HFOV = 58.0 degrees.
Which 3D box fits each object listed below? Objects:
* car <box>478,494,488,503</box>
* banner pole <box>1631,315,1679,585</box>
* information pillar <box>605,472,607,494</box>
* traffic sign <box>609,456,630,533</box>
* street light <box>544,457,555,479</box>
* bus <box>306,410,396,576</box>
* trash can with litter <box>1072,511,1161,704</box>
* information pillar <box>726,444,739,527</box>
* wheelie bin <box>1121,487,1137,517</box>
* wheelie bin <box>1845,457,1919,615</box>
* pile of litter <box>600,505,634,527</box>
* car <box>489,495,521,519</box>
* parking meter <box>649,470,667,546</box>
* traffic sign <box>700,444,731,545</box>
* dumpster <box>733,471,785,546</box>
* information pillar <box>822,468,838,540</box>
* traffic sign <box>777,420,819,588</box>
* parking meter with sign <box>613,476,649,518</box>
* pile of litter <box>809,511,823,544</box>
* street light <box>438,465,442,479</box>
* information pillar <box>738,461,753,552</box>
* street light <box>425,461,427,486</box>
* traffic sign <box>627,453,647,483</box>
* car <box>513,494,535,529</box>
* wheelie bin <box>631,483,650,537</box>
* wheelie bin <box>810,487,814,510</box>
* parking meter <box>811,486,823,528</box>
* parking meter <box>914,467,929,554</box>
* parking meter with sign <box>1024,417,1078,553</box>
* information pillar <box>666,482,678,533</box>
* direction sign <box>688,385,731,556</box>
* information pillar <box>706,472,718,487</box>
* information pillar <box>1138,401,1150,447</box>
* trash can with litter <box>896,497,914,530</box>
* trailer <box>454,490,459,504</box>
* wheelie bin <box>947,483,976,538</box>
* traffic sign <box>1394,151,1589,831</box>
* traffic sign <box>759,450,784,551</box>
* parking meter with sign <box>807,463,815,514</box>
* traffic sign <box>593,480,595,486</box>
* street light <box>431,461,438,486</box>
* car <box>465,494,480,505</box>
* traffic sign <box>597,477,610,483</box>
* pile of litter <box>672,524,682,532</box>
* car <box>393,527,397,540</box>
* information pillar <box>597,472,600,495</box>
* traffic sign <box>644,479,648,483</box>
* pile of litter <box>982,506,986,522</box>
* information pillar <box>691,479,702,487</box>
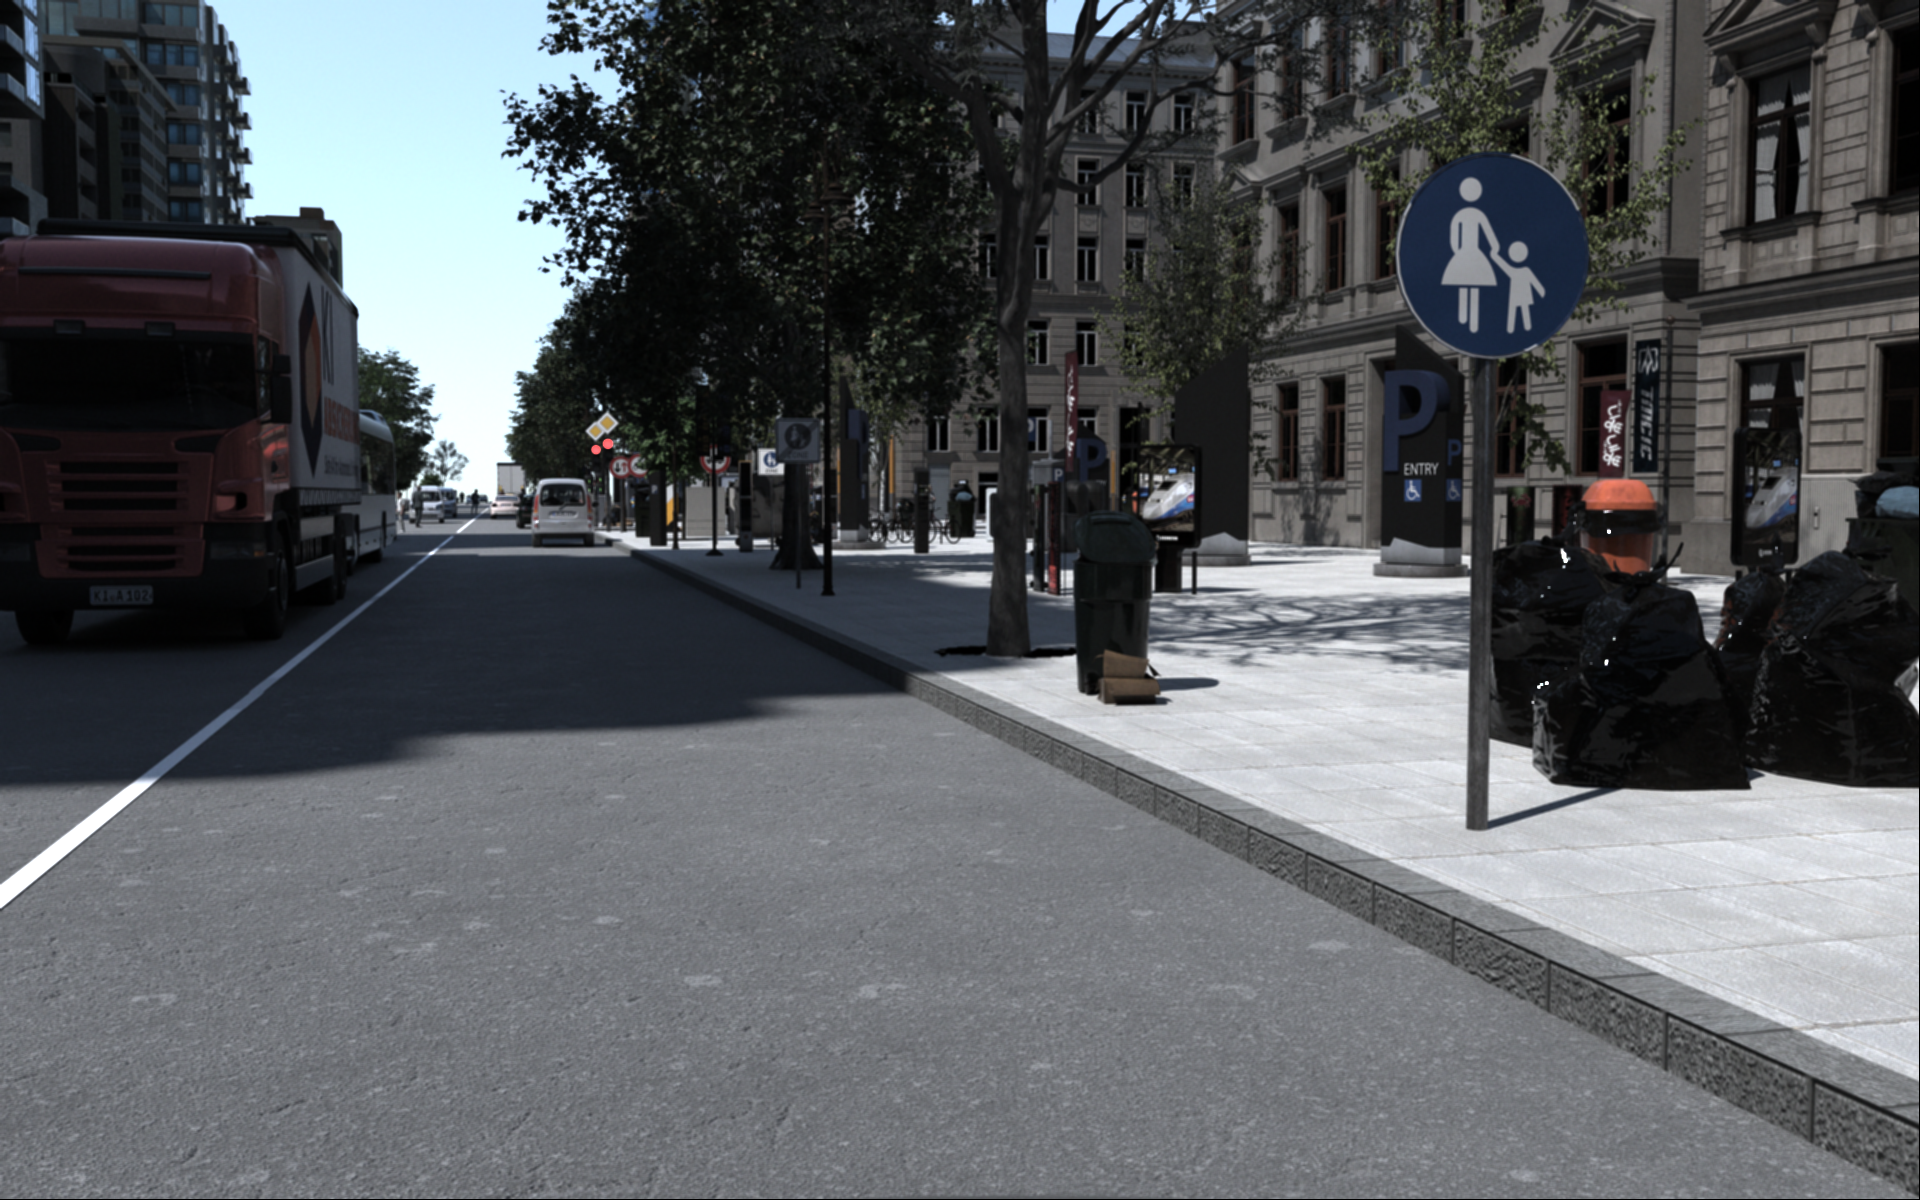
[{"bbox_3d":[-76.823,-16.292,278.379,2.014,1.417,4.499,-1,4,-16],"label":"car"},{"bbox_3d":[9.860,-2.114,24.585,0.401,3.779,0.863,-2,4,-24],"label":"banner pole"},{"bbox_3d":[-15.423,-5.158,75.689,0.183,3.616,0.504,-1,4,-19],"label":"information pillar"},{"bbox_3d":[-11.265,-3.516,57.593,0.768,2.556,0.104,-1,4,-14],"label":"traffic sign"},{"bbox_3d":[-37.046,-11.215,156.149,0.468,5.910,1.993,-1,4,-15],"label":"street light"},{"bbox_3d":[-12.513,-2.319,32.777,2.948,3.499,13.247,-1,4,-14],"label":"bus"},{"bbox_3d":[1.065,0.025,10.973,0.624,1.170,1.055,0,4,-8],"label":"trash can with litter"},{"bbox_3d":[-8.921,-4.684,67.932,0.504,3.616,0.183,-2,4,-33],"label":"information pillar"},{"bbox_3d":[7.814,-4.371,79.378,0.693,1.594,0.980,2,4,29],"label":"wheelie bin"},{"bbox_3d":[8.064,-0.425,14.863,0.693,1.594,0.980,0,4,-4],"label":"wheelie bin"},{"bbox_3d":[-13.424,-3.332,68.450,1.719,0.858,1.176,-2,4,-23],"label":"pile of litter"},{"bbox_3d":[-26.028,-5.338,99.630,2.083,1.381,4.827,-1,4,-14],"label":"car"},{"bbox_3d":[-7.450,-2.264,42.719,0.399,1.863,0.255,2,4,35],"label":"parking meter"},{"bbox_3d":[-6.179,-2.672,43.789,0.768,2.556,0.104,-1,4,-9],"label":"traffic sign"},{"bbox_3d":[-4.799,-2.229,42.206,1.264,1.857,1.865,-1,4,-15],"label":"dumpster"},{"bbox_3d":[-3.658,-2.711,48.811,0.304,2.012,0.304,3,5,42],"label":"information pillar"},{"bbox_3d":[-2.193,-1.304,23.456,0.606,2.300,0.079,-1,4,-10],"label":"traffic sign"},{"bbox_3d":[-15.385,-5.203,81.333,1.738,3.016,0.543,-2,4,-32],"label":"parking meter with sign"},{"bbox_3d":[-4.041,-1.866,44.476,1.176,0.858,1.719,2,4,25],"label":"pile of litter"},{"bbox_3d":[-77.045,-17.290,255.472,0.468,5.910,1.993,-1,4,-15],"label":"street light"},{"bbox_3d":[-4.742,-2.072,38.363,0.304,2.012,0.304,0,4,-6],"label":"information pillar"},{"bbox_3d":[-67.242,-15.008,218.165,0.468,5.910,1.993,-1,4,-15],"label":"street light"},{"bbox_3d":[-9.965,-3.293,53.952,0.768,2.556,0.104,0,4,-6],"label":"traffic sign"},{"bbox_3d":[-17.826,-3.876,73.164,2.009,1.686,4.222,-1,4,-16],"label":"car"},{"bbox_3d":[-9.326,-2.670,51.555,0.980,1.594,0.693,0,4,-3],"label":"wheelie bin"},{"bbox_3d":[-6.431,-4.164,75.996,0.693,1.594,0.980,-1,4,-9],"label":"wheelie bin"},{"bbox_3d":[-4.195,-2.600,50.920,0.372,1.533,0.369,0,3,0],"label":"parking meter"},{"bbox_3d":[-0.830,-1.934,37.331,0.255,1.863,0.399,-1,4,-14],"label":"parking meter"},{"bbox_3d":[1.971,-2.588,38.575,0.543,3.016,1.738,-3,4,-36],"label":"parking meter with sign"},{"bbox_3d":[-9.592,-4.045,57.486,0.504,3.616,0.183,2,4,25],"label":"information pillar"},{"bbox_3d":[-5.130,-2.696,36.083,0.876,3.537,0.379,-3,5,-45],"label":"direction sign"},{"bbox_3d":[-8.306,-3.280,58.112,0.304,2.012,0.304,-3,4,-38],"label":"information pillar"},{"bbox_3d":[4.654,-3.220,44.002,0.183,3.616,0.504,2,4,35],"label":"information pillar"},{"bbox_3d":[-1.717,-3.072,61.609,1.055,1.170,0.624,-2,4,-34],"label":"trash can with litter"},{"bbox_3d":[-72.322,-14.690,247.227,1.471,1.999,3.904,-1,4,-16],"label":"trailer"},{"bbox_3d":[0.041,-2.634,50.970,0.693,1.594,0.980,-3,4,-38],"label":"wheelie bin"},{"bbox_3d":[1.981,-0.395,6.559,0.768,2.556,0.104,-1,4,-9],"label":"traffic sign"},{"bbox_3d":[-4.264,-2.271,39.267,0.606,2.300,0.079,0,4,-5],"label":"traffic sign"},{"bbox_3d":[-6.193,-4.441,68.879,0.543,3.016,1.738,-1,4,-17],"label":"parking meter with sign"},{"bbox_3d":[-29.827,-8.552,139.936,0.768,2.556,0.104,-1,4,-8],"label":"traffic sign"},{"bbox_3d":[-72.067,-16.137,236.632,0.468,5.910,1.993,-1,4,-15],"label":"street light"},{"bbox_3d":[-66.154,-13.650,235.181,2.014,1.417,4.499,-1,4,-15],"label":"car"},{"bbox_3d":[-21.245,-6.303,103.165,0.768,2.556,0.104,-1,4,-14],"label":"traffic sign"},{"bbox_3d":[-9.863,-2.748,58.888,1.176,0.858,1.719,-1,4,-20],"label":"pile of litter"},{"bbox_3d":[-18.311,-2.486,53.010,2.083,1.381,4.827,-1,4,-15],"label":"car"},{"bbox_3d":[-24.722,-7.766,118.321,0.504,3.616,0.183,0,4,6],"label":"information pillar"},{"bbox_3d":[-19.753,-6.661,109.008,0.768,2.556,0.104,0,4,-7],"label":"traffic sign"},{"bbox_3d":[1.590,-4.034,79.924,1.176,0.858,1.719,0,4,4],"label":"pile of litter"},{"bbox_3d":[-19.479,-8.339,127.702,0.504,3.616,0.183,3,5,43],"label":"information pillar"}]
